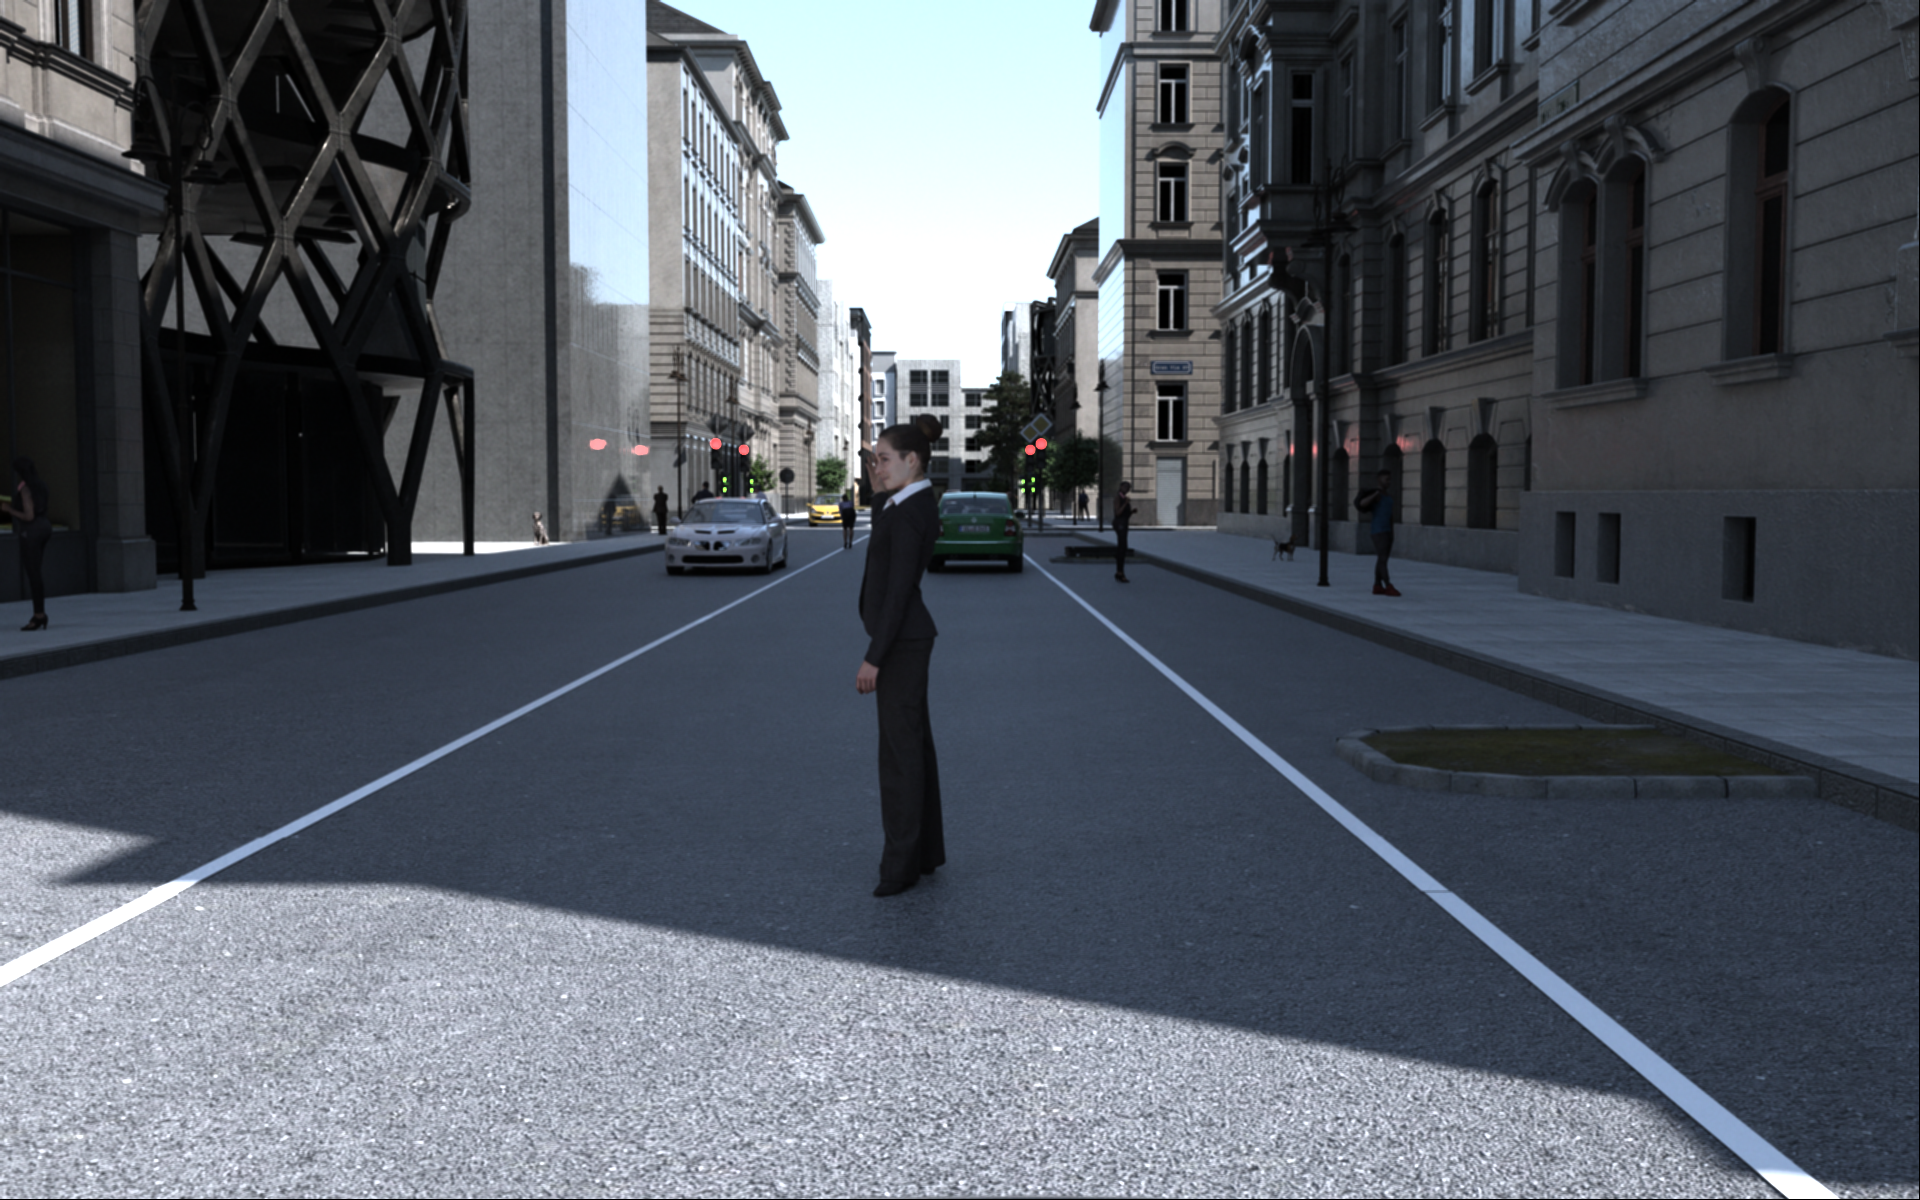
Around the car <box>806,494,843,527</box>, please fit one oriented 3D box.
[{"bbox_3d":[-5.741,-4.044,76.337,2.015,1.641,3.980,0,4,-1],"label":"car"}]

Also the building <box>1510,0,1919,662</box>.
[{"bbox_3d":[13.534,-13.651,10.588,14.401,28.519,23.554,0,4,0],"label":"building"}]

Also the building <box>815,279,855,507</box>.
[{"bbox_3d":[-18.904,-17.851,158.327,16.747,18.905,31.486,0,4,0],"label":"building"}]

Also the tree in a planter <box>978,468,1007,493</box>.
[{"bbox_3d":[2.419,-7.475,119.445,1.991,3.239,1.994,0,4,0],"label":"tree in a planter"}]

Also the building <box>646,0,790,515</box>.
[{"bbox_3d":[-17.411,-18.947,97.180,14.401,28.519,23.554,0,4,0],"label":"building"}]

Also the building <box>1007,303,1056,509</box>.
[{"bbox_3d":[13.458,-18.504,169.005,16.747,18.905,31.486,0,4,0],"label":"building"}]

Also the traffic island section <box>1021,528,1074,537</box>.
[{"bbox_3d":[2.769,-2.249,59.044,2.009,0.180,2.903,0,4,0],"label":"traffic island section"}]

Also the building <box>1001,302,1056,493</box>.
[{"bbox_3d":[18.599,-21.834,200.958,27.936,21.610,32.646,0,4,0],"label":"building"}]

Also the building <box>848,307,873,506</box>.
[{"bbox_3d":[-27.015,-21.984,203.413,32.646,21.610,27.936,0,4,0],"label":"building"}]

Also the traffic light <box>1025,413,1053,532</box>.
[{"bbox_3d":[2.729,-4.262,58.931,0.839,4.213,0.868,0,4,0],"label":"traffic light"}]

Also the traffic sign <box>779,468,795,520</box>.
[{"bbox_3d":[-8.507,-5.197,85.072,0.768,2.556,0.104,0,4,7],"label":"traffic sign"}]

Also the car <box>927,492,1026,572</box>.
[{"bbox_3d":[0.297,-1.488,33.125,1.959,1.807,4.718,0,4,1],"label":"car"}]

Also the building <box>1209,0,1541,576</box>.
[{"bbox_3d":[13.845,-13.532,40.325,14.460,24.649,34.723,0,4,0],"label":"building"}]

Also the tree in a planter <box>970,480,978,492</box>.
[{"bbox_3d":[1.976,-12.139,195.696,1.991,3.239,1.994,0,4,0],"label":"tree in a planter"}]

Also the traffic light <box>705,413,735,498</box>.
[{"bbox_3d":[-8.232,-4.257,58.852,0.839,4.213,0.868,0,4,0],"label":"traffic light"}]

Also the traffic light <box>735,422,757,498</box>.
[{"bbox_3d":[-8.279,-4.746,66.837,0.839,4.213,0.868,0,4,0],"label":"traffic light"}]

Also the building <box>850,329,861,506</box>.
[{"bbox_3d":[-18.328,-19.772,179.687,16.016,20.091,11.380,0,4,0],"label":"building"}]

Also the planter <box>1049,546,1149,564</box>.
[{"bbox_3d":[2.896,-0.948,36.640,1.991,0.319,1.994,0,4,0],"label":"planter"}]

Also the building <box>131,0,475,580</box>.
[{"bbox_3d":[-18.028,-10.038,31.572,16.820,18.784,16.811,0,4,0],"label":"building"}]

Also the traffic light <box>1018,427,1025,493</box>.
[{"bbox_3d":[2.682,-4.751,66.916,0.839,4.213,0.868,0,4,0],"label":"traffic light"}]

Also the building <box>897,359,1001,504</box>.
[{"bbox_3d":[7.465,-22.534,234.887,31.486,18.905,16.747,0,4,0],"label":"building"}]

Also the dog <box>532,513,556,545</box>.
[{"bbox_3d":[-10.434,-1.784,43.544,0.800,0.831,0.513,-3,4,-38],"label":"dog"}]

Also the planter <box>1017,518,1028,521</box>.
[{"bbox_3d":[2.580,-4.315,91.687,1.991,0.319,1.994,0,4,0],"label":"planter"}]

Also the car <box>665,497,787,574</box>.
[{"bbox_3d":[-4.310,-1.227,32.431,2.083,1.381,4.827,0,3,0],"label":"car"}]

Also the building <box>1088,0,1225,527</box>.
[{"bbox_3d":[18.415,-16.860,72.929,25.104,27.353,12.463,0,4,0],"label":"building"}]

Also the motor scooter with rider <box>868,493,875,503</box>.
[{"bbox_3d":[-4.025,-4.535,83.116,0.876,1.779,1.986,0,4,-2],"label":"motor scooter with rider"}]

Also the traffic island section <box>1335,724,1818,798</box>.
[{"bbox_3d":[3.058,0.839,9.149,1.991,0.108,1.994,0,4,0],"label":"traffic island section"}]

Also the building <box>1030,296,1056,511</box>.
[{"bbox_3d":[13.766,-16.278,133.592,16.820,18.784,16.811,0,4,0],"label":"building"}]

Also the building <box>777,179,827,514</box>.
[{"bbox_3d":[-15.345,-17.748,119.054,11.050,23.489,19.941,0,4,0],"label":"building"}]

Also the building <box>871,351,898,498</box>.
[{"bbox_3d":[-13.967,-23.136,234.687,11.380,20.091,16.016,0,4,0],"label":"building"}]

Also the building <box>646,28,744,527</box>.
[{"bbox_3d":[-15.422,-13.887,76.205,9.793,20.994,18.267,0,4,0],"label":"building"}]

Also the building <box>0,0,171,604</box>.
[{"bbox_3d":[-15.161,-9.298,2.933,10.553,20.767,40.483,0,4,0],"label":"building"}]

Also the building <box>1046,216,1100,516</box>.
[{"bbox_3d":[11.217,-14.995,109.790,10.561,19.102,19.286,0,4,0],"label":"building"}]

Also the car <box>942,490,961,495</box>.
[{"bbox_3d":[-0.605,-9.555,164.900,2.281,1.827,5.304,0,4,0],"label":"car"}]
